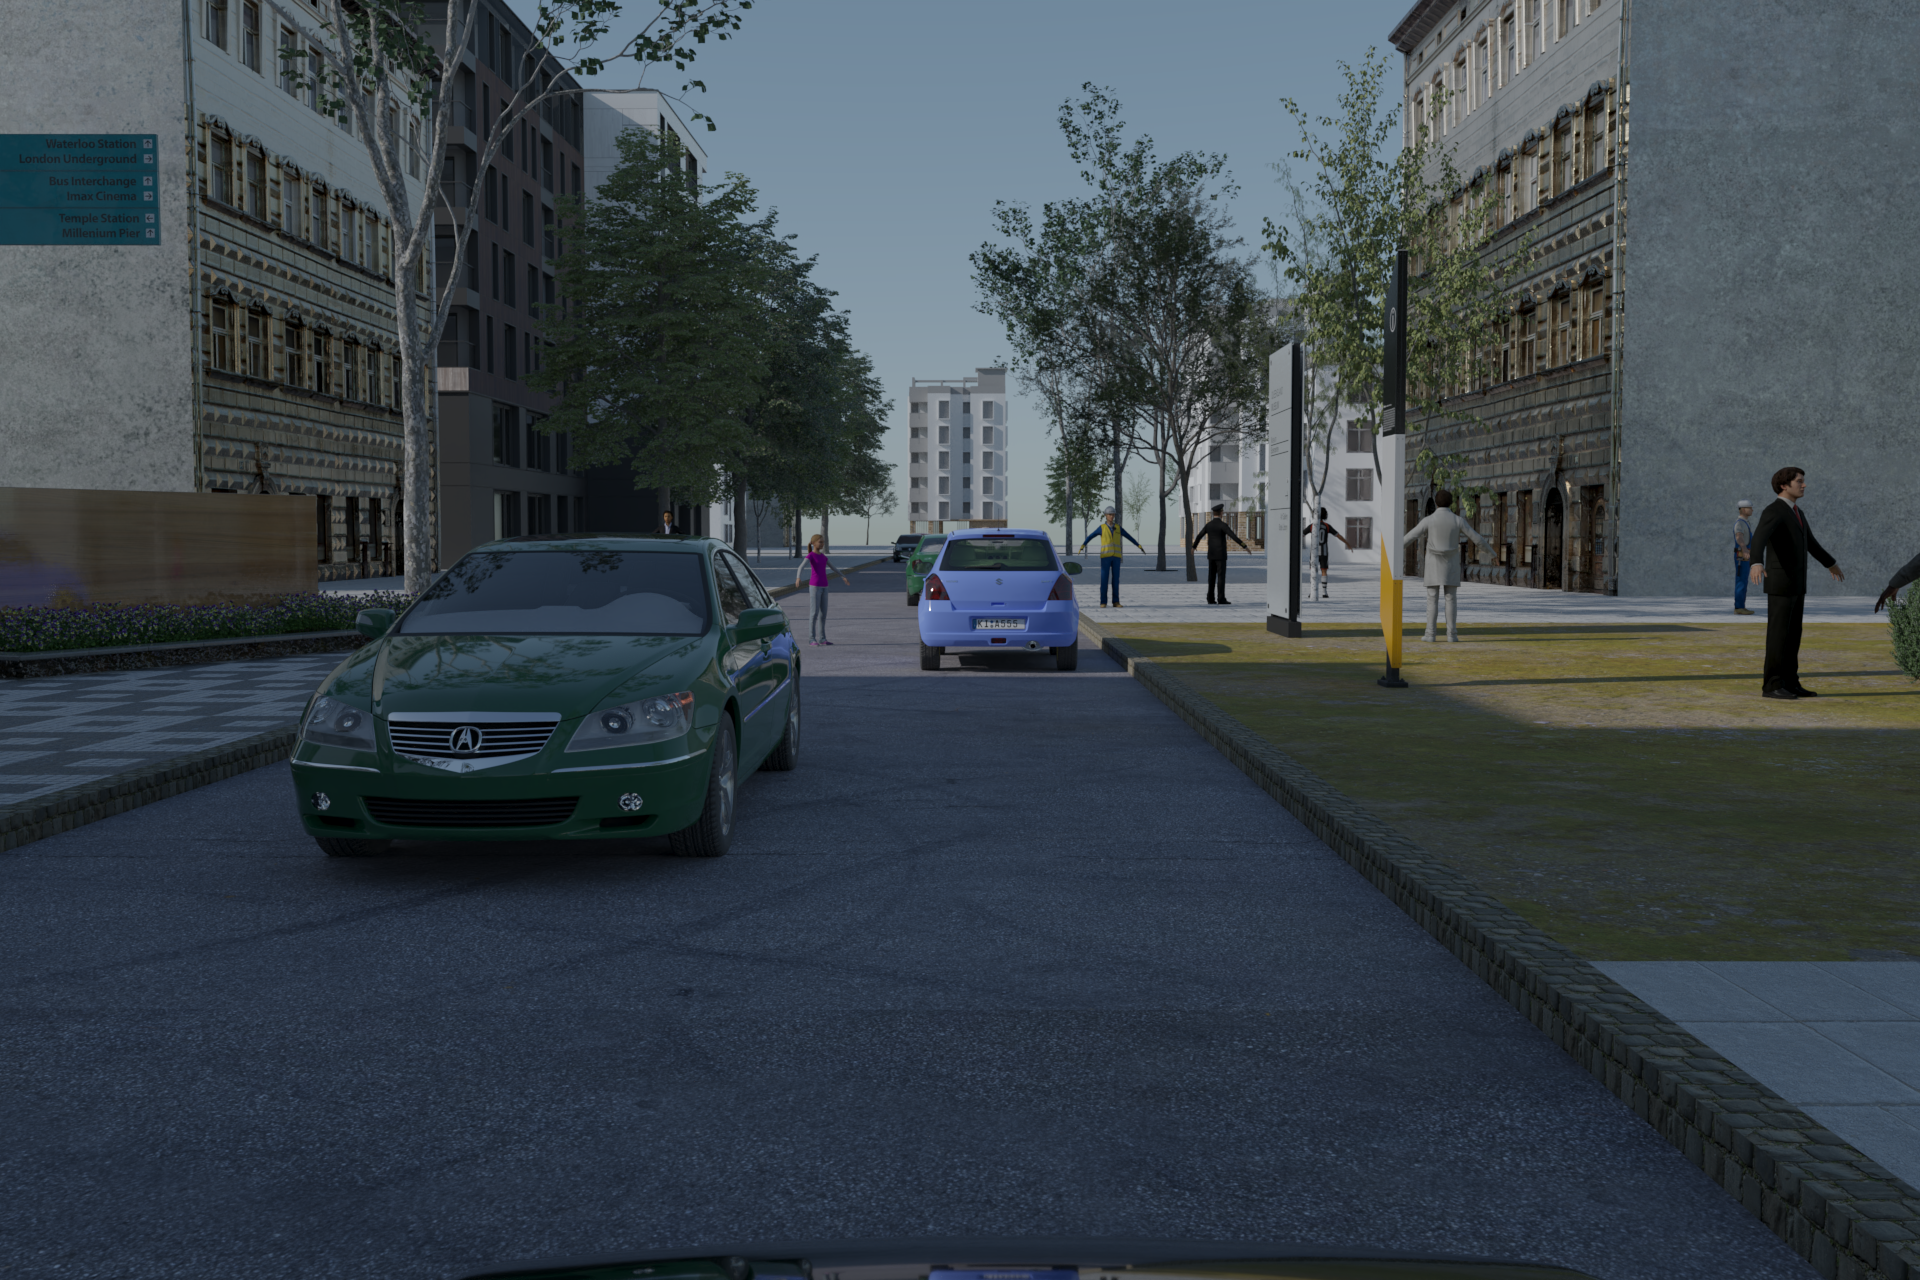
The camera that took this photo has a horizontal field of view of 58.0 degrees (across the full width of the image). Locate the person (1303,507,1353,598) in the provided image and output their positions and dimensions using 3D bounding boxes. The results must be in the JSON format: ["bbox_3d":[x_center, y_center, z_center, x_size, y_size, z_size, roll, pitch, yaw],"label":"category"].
[{"bbox_3d":[7.211,-1.751,34.769,1.345,1.843,0.704,1,4,9],"label":"person"}]

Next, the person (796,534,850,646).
[{"bbox_3d":[-1.770,-0.642,22.213,0.599,1.433,0.991,3,4,38],"label":"person"}]

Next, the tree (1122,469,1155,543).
[{"bbox_3d":[20.418,-15.023,195.994,4.360,8.622,3.978,0,3,0],"label":"tree"}]

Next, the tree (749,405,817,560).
[{"bbox_3d":[-8.677,-8.300,86.064,4.737,8.622,4.395,0,3,0],"label":"tree"}]

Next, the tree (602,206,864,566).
[{"bbox_3d":[-8.604,-9.779,66.541,9.857,13.997,8.962,0,3,0],"label":"tree"}]

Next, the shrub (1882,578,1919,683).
[{"bbox_3d":[8.369,-0.216,14.656,1.383,1.207,1.383,0,3,0],"label":"shrub"}]

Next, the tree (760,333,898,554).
[{"bbox_3d":[-8.633,-12.463,110.417,9.857,13.997,8.962,0,3,0],"label":"tree"}]

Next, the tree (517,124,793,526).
[{"bbox_3d":[-8.571,-8.017,49.199,7.486,12.596,7.792,0,3,0],"label":"tree"}]

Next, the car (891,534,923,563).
[{"bbox_3d":[-2.483,-4.789,88.088,2.009,1.686,4.222,0,4,0],"label":"car"}]

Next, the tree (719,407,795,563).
[{"bbox_3d":[-8.867,-7.731,76.763,4.360,8.622,3.978,0,3,0],"label":"tree"}]

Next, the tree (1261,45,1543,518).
[{"bbox_3d":[6.598,-4.653,26.442,4.737,8.622,4.395,0,3,0],"label":"tree"}]

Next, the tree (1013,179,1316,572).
[{"bbox_3d":[7.088,-9.113,59.359,12.009,13.543,11.850,0,3,0],"label":"tree"}]

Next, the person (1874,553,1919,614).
[{"bbox_3d":[5.016,-0.117,8.050,1.348,1.813,0.705,2,4,25],"label":"person"}]

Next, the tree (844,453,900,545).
[{"bbox_3d":[-10.389,-16.230,199.777,7.601,10.594,8.767,0,4,-1],"label":"tree"}]

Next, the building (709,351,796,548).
[{"bbox_3d":[-26.000,-20.929,173.116,19.493,23.208,18.063,0,4,0],"label":"building"}]

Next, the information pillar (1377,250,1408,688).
[{"bbox_3d":[3.652,-1.421,14.587,0.183,3.616,0.504,0,4,1],"label":"information pillar"}]

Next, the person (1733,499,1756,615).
[{"bbox_3d":[12.512,-1.330,27.605,0.705,1.847,1.347,2,4,28],"label":"person"}]

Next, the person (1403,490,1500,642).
[{"bbox_3d":[5.736,-0.882,20.613,1.347,1.806,0.705,1,4,9],"label":"person"}]

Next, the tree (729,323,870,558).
[{"bbox_3d":[-8.717,-10.656,92.355,7.486,12.596,7.792,0,3,0],"label":"tree"}]

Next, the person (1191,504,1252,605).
[{"bbox_3d":[4.717,-1.570,31.604,0.705,1.837,1.347,-3,5,-44],"label":"person"}]

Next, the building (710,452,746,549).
[{"bbox_3d":[-22.948,-12.720,150.115,9.099,9.664,28.070,0,4,1],"label":"building"}]

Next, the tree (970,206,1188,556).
[{"bbox_3d":[7.143,-14.975,100.724,12.611,20.169,13.585,0,3,0],"label":"tree"}]

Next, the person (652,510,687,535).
[{"bbox_3d":[-5.648,-1.636,33.462,1.216,1.740,0.721,0,4,0],"label":"person"}]

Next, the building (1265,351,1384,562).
[{"bbox_3d":[20.739,-8.407,79.596,9.099,9.664,28.070,0,4,1],"label":"building"}]

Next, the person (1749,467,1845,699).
[{"bbox_3d":[6.504,-0.452,13.574,1.347,1.806,0.705,-3,4,-38],"label":"person"}]

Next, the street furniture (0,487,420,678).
[{"bbox_3d":[-8.910,-0.759,19.268,9.812,1.723,11.010,1,4,22],"label":"street furniture"}]

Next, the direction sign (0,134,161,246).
[{"bbox_3d":[-6.034,-1.357,10.946,2.525,3.948,1.411,0,4,0],"label":"direction sign"}]

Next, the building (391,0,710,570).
[{"bbox_3d":[-27.818,-14.315,78.027,27.936,21.610,32.646,0,4,1],"label":"building"}]

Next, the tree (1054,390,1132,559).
[{"bbox_3d":[6.552,-8.445,88.432,4.737,8.622,4.395,0,3,0],"label":"tree"}]

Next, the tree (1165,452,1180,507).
[{"bbox_3d":[27.442,-16.866,201.516,9.928,11.665,9.643,0,3,0],"label":"tree"}]

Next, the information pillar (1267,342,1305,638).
[{"bbox_3d":[4.142,-1.881,22.075,0.184,3.620,1.656,0,4,1],"label":"information pillar"}]

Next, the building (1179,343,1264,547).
[{"bbox_3d":[26.743,-19.178,169.977,16.016,20.090,11.380,0,3,0],"label":"building"}]

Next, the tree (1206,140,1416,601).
[{"bbox_3d":[6.775,-5.038,32.736,4.360,8.622,3.978,0,3,0],"label":"tree"}]

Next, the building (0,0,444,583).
[{"bbox_3d":[-26.171,-13.201,46.768,19.493,23.208,18.063,0,4,0],"label":"building"}]

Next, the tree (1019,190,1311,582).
[{"bbox_3d":[6.110,-6.879,46.889,8.767,10.594,7.601,-2,4,-34],"label":"tree"}]

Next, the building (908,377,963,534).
[{"bbox_3d":[-5.718,-20.942,201.276,11.380,20.090,16.016,0,4,1],"label":"building"}]

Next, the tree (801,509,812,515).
[{"bbox_3d":[-20.103,-16.325,201.333,7.601,10.594,8.767,0,4,-2],"label":"tree"}]

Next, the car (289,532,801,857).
[{"bbox_3d":[-1.919,0.159,9.205,2.131,1.459,4.920,0,4,1],"label":"car"}]

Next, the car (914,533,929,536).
[{"bbox_3d":[-2.225,-5.515,99.208,2.155,1.783,4.494,0,4,0],"label":"car"}]

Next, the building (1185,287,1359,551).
[{"bbox_3d":[23.425,-17.337,139.873,16.016,20.090,11.380,0,4,0],"label":"building"}]

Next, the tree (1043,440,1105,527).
[{"bbox_3d":[13.296,-17.361,201.972,7.486,12.596,7.792,0,3,0],"label":"tree"}]

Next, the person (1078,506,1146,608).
[{"bbox_3d":[2.636,-1.447,30.126,1.216,1.772,0.721,-1,4,-11],"label":"person"}]

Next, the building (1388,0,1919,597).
[{"bbox_3d":[22.684,-13.019,43.784,19.493,23.208,18.063,0,4,0],"label":"building"}]

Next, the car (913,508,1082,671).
[{"bbox_3d":[0.425,-0.605,19.488,1.945,1.707,3.694,0,4,1],"label":"car"}]

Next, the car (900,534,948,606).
[{"bbox_3d":[-0.184,-1.474,35.903,2.131,1.459,4.920,0,4,-1],"label":"car"}]

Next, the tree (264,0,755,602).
[{"bbox_3d":[-8.213,-10.370,25.447,12.611,20.169,13.585,0,3,0],"label":"tree"}]

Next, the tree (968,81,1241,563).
[{"bbox_3d":[5.760,-13.436,75.570,12.611,20.169,13.585,0,3,0],"label":"tree"}]
